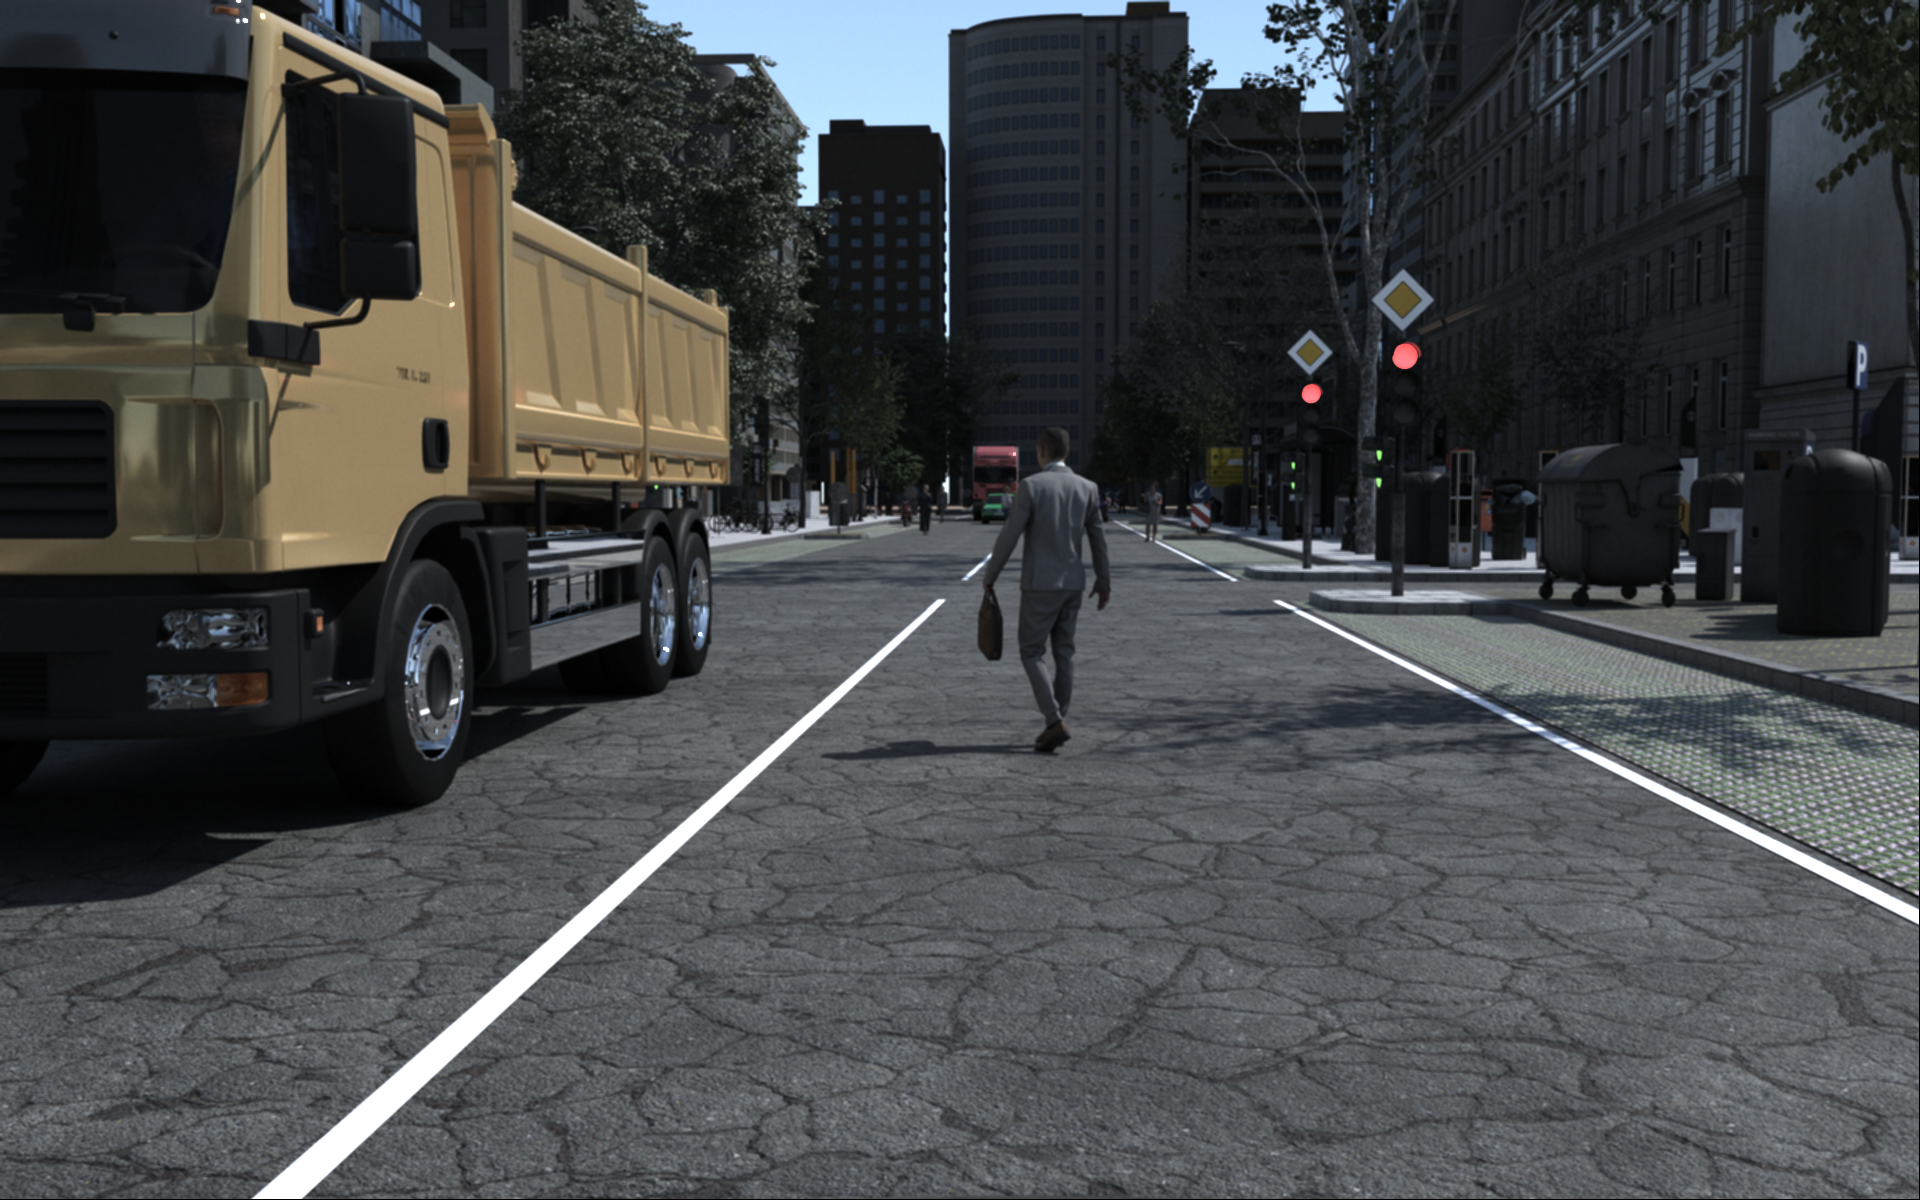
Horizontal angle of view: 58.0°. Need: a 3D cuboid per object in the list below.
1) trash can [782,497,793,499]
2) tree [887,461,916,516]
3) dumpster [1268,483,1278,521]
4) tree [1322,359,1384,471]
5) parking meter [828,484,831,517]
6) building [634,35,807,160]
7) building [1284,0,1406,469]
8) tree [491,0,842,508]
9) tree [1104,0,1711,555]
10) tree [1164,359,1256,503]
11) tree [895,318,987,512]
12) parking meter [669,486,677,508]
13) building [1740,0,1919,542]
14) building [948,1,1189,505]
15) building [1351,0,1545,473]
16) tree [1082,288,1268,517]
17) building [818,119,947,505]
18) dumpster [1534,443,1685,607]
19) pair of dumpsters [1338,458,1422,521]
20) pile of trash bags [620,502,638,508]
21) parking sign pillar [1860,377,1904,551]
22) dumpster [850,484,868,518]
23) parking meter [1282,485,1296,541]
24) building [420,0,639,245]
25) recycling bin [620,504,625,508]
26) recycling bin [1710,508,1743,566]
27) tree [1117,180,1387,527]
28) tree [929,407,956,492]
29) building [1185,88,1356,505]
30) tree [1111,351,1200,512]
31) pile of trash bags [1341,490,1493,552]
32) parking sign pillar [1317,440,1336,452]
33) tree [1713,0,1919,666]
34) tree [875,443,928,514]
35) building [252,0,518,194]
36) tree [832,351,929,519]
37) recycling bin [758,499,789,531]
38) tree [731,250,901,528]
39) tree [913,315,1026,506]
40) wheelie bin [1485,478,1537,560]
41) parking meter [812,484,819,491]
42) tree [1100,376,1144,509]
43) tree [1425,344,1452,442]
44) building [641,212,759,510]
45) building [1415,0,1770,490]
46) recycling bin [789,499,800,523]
[{"bbox_3d":[-9.678,-5.247,97.446,0.748,1.137,0.748,0,3,0],"label":"trash can"},{"bbox_3d":[-3.576,-6.498,100.842,1.663,3.219,1.824,0,3,0],"label":"tree"},{"bbox_3d":[15.665,-4.776,83.839,1.264,1.857,1.865,0,4,3],"label":"dumpster"},{"bbox_3d":[21.321,-8.751,93.446,4.737,8.622,4.395,0,3,0],"label":"tree"},{"bbox_3d":[-7.088,-5.481,95.317,0.255,1.863,0.399,1,4,17],"label":"parking meter"},{"bbox_3d":[-26.694,-28.187,152.737,23.993,40.220,32.217,0,4,3],"label":"building"},{"bbox_3d":[41.093,-51.011,146.701,22.319,86.520,31.000,0,4,3],"label":"building"},{"bbox_3d":[-7.872,-8.392,43.869,9.857,13.997,8.962,0,3,0],"label":"tree"},{"bbox_3d":[9.509,-11.109,37.520,12.611,20.169,13.585,0,3,0],"label":"tree"},{"bbox_3d":[12.361,-8.300,86.068,4.737,8.622,4.395,0,3,0],"label":"tree"},{"bbox_3d":[-2.699,-13.309,124.258,9.857,13.997,8.962,0,3,0],"label":"tree"},{"bbox_3d":[-16.755,-5.841,101.208,0.399,1.863,0.255,1,4,22],"label":"parking meter"},{"bbox_3d":[32.875,-11.154,46.995,19.286,19.102,10.561,0,4,3],"label":"building"},{"bbox_3d":[12.911,-40.986,212.126,28.212,58.520,21.231,0,4,3],"label":"building"},{"bbox_3d":[43.393,-26.197,120.204,32.217,40.220,23.993,0,4,3],"label":"building"},{"bbox_3d":[12.428,-11.003,96.914,9.611,12.733,9.660,0,3,0],"label":"tree"},{"bbox_3d":[-9.088,-34.257,210.217,14.200,45.320,14.600,0,4,3],"label":"building"},{"bbox_3d":[7.625,-0.893,20.365,1.264,1.857,1.865,0,4,3],"label":"dumpster"},{"bbox_3d":[11.607,-2.779,47.930,1.574,2.255,4.437,0,4,3],"label":"pair of dumpsters"},{"bbox_3d":[-15.632,-4.197,78.377,3.447,1.369,1.912,2,4,35],"label":"pile of trash bags"},{"bbox_3d":[21.007,-3.123,39.527,1.447,3.967,1.447,-3,5,-40],"label":"parking sign pillar"},{"bbox_3d":[-5.768,-5.447,94.825,1.264,1.857,1.865,0,4,3],"label":"dumpster"},{"bbox_3d":[9.025,-2.391,47.496,0.372,1.533,0.369,0,3,0],"label":"parking meter"},{"bbox_3d":[-25.333,-19.493,90.413,14.160,30.474,14.107,0,4,3],"label":"building"},{"bbox_3d":[-8.783,-1.854,42.871,0.722,1.027,0.722,3,4,38],"label":"recycling bin"},{"bbox_3d":[13.954,-1.136,31.132,0.722,1.027,0.722,3,5,43],"label":"recycling bin"},{"bbox_3d":[11.209,-9.585,67.083,12.009,13.543,11.850,0,3,0],"label":"tree"},{"bbox_3d":[-1.770,-11.619,140.325,4.737,8.622,4.395,0,3,0],"label":"tree"},{"bbox_3d":[37.927,-35.882,210.373,21.600,48.544,21.300,0,4,3],"label":"building"},{"bbox_3d":[14.310,-12.385,120.616,7.486,12.596,7.792,0,3,0],"label":"tree"},{"bbox_3d":[10.289,-1.776,38.784,3.447,1.369,1.912,1,4,13],"label":"pile of trash bags"},{"bbox_3d":[17.319,-5.673,81.231,1.447,3.967,1.447,2,4,29],"label":"parking sign pillar"},{"bbox_3d":[7.233,-3.796,12.427,4.737,8.622,4.395,0,3,0],"label":"tree"},{"bbox_3d":[-3.750,-7.783,110.961,4.285,4.588,4.351,0,3,0],"label":"tree"},{"bbox_3d":[-29.206,-45.609,58.378,22.319,86.520,31.000,0,4,3],"label":"building"},{"bbox_3d":[-4.462,-8.515,89.589,4.737,8.622,4.395,0,3,0],"label":"tree"},{"bbox_3d":[-6.661,-2.983,61.328,0.722,1.027,0.722,-3,5,-41],"label":"recycling bin"},{"bbox_3d":[-5.693,-8.020,65.539,7.601,10.594,8.767,-2,4,-28],"label":"tree"},{"bbox_3d":[1.270,-19.887,181.034,12.611,20.169,13.585,0,3,0],"label":"tree"},{"bbox_3d":[10.754,-1.586,33.841,0.980,1.594,0.693,1,4,22],"label":"wheelie bin"},{"bbox_3d":[-8.046,-5.553,96.496,0.399,1.863,0.255,-1,4,-9],"label":"parking meter"},{"bbox_3d":[15.965,-13.873,152.579,9.928,11.665,9.643,0,3,0],"label":"tree"},{"bbox_3d":[21.166,-8.055,82.058,4.360,8.622,3.978,0,3,0],"label":"tree"},{"bbox_3d":[-30.422,-16.917,121.626,27.650,21.520,28.899,0,4,3],"label":"building"},{"bbox_3d":[32.464,-17.938,90.557,12.463,27.353,25.104,0,4,3],"label":"building"},{"bbox_3d":[-7.434,-3.994,77.857,0.722,1.027,0.722,0,4,8],"label":"recycling bin"}]
